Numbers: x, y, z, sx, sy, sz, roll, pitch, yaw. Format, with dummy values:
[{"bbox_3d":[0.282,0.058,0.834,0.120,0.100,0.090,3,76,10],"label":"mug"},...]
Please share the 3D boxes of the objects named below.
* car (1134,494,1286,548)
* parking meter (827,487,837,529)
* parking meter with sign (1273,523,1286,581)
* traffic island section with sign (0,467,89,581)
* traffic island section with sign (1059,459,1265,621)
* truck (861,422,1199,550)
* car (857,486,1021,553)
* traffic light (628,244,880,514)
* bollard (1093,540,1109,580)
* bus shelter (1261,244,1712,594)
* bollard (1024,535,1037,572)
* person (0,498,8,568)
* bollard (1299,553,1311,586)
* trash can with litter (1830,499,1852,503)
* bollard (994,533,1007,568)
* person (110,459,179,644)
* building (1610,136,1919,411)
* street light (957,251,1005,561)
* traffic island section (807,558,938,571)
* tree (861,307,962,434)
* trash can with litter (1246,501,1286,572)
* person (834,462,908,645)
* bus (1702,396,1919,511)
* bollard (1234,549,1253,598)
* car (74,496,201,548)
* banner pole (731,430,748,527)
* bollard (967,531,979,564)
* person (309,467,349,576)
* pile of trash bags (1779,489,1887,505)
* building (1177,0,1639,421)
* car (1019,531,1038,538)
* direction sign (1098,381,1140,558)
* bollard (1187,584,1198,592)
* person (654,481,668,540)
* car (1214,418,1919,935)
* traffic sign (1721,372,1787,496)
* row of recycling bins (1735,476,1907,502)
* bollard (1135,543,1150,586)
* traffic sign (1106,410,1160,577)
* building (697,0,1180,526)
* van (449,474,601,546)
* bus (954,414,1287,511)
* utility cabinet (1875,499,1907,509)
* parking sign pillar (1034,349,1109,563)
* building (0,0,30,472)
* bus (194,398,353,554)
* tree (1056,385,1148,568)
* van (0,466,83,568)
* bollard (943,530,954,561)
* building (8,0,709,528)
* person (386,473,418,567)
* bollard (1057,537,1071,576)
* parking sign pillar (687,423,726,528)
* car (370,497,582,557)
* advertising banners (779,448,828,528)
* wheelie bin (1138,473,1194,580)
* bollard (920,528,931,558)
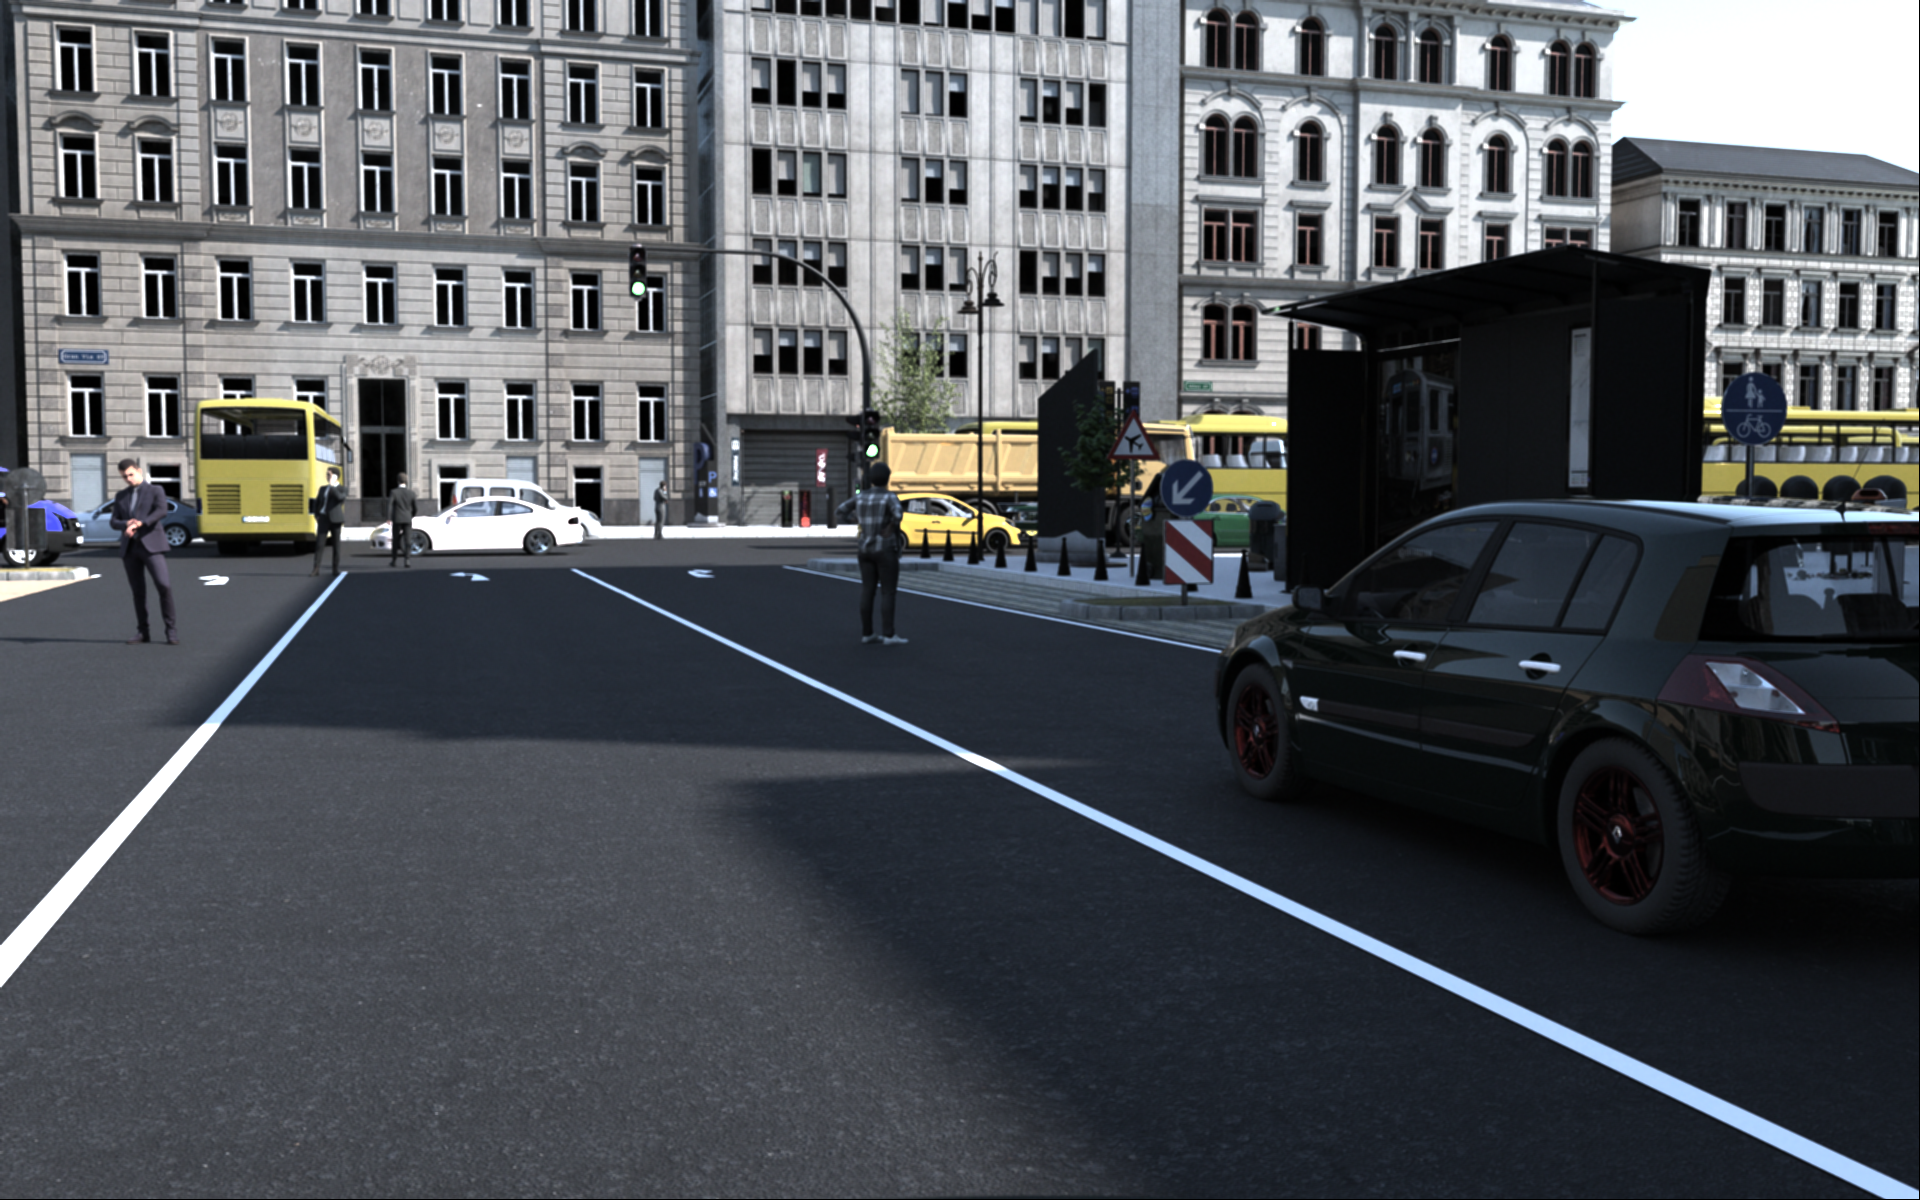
[{"bbox_3d":[6.601,-1.816,41.482,4.920,1.459,2.131,-1,4,-19],"label":"car"},{"bbox_3d":[-4.714,-3.387,63.784,0.372,1.533,0.369,0,3,0],"label":"parking meter"},{"bbox_3d":[5.152,-1.751,24.884,0.543,3.016,1.738,-2,4,-26],"label":"parking meter with sign"},{"bbox_3d":[-15.835,-1.283,29.112,2.006,1.907,1.989,-1,4,-17],"label":"traffic island section with sign"},{"bbox_3d":[2.262,-0.725,20.477,1.989,1.847,2.006,-1,4,-17],"label":"traffic island section with sign"},{"bbox_3d":[2.361,-3.113,46.825,9.791,3.379,3.469,-1,4,-16],"label":"truck"},{"bbox_3d":[-0.489,-1.957,42.225,3.980,1.641,2.015,-1,4,-18],"label":"car"},{"bbox_3d":[-3.785,-3.531,32.393,4.771,5.953,1.251,-1,4,-17],"label":"traffic light"},{"bbox_3d":[2.104,-0.598,25.814,0.229,0.601,0.229,0,3,0],"label":"bollard"},{"bbox_3d":[5.593,-1.729,19.559,1.731,3.624,6.357,-1,4,-18],"label":"bus shelter"},{"bbox_3d":[1.175,-0.777,28.749,0.229,0.601,0.229,0,3,0],"label":"bollard"},{"bbox_3d":[-17.624,-1.356,31.500,0.431,1.722,0.655,2,4,25],"label":"person"},{"bbox_3d":[3.967,-0.237,19.912,0.229,0.601,0.229,0,3,0],"label":"bollard"},{"bbox_3d":[13.207,-0.947,26.547,2.233,1.210,1.678,-2,4,-35],"label":"trash can with litter"},{"bbox_3d":[0.713,-0.867,30.217,0.229,0.601,0.229,0,3,0],"label":"bollard"},{"bbox_3d":[-7.810,-0.464,16.532,0.683,1.767,0.568,0,4,0],"label":"person"},{"bbox_3d":[40.307,-13.735,89.199,19.286,19.102,10.561,-1,4,-17],"label":"building"},{"bbox_3d":[0.389,-3.692,33.159,0.468,5.910,1.993,-1,4,-17],"label":"street light"},{"bbox_3d":[-1.775,-0.673,33.284,2.009,0.180,2.903,-1,4,-17],"label":"traffic island section"},{"bbox_3d":[-1.733,-7.161,67.448,4.737,8.622,4.395,0,3,0],"label":"tree"},{"bbox_3d":[5.101,-1.075,28.964,0.624,1.170,1.055,1,4,18],"label":"trash can with litter"},{"bbox_3d":[-0.793,-0.451,16.605,0.841,1.734,0.376,3,5,43],"label":"person"},{"bbox_3d":[21.758,-3.272,45.038,12.252,3.916,2.896,-1,4,-16],"label":"bus"},{"bbox_3d":[3.505,-0.327,21.381,0.229,0.601,0.229,0,3,0],"label":"bollard"},{"bbox_3d":[-22.451,-2.121,46.684,4.499,1.417,2.014,-1,4,-19],"label":"car"},{"bbox_3d":[-8.643,-4.746,67.618,0.401,3.779,0.863,2,4,35],"label":"banner pole"},{"bbox_3d":[0.242,-0.958,31.701,0.229,0.601,0.229,0,3,0],"label":"bollard"},{"bbox_3d":[-11.039,-1.373,30.316,0.648,1.900,0.474,0,4,-6],"label":"person"},{"bbox_3d":[14.716,-1.305,31.092,3.447,1.369,1.912,2,4,27],"label":"pile of trash bags"},{"bbox_3d":[18.403,-18.165,84.394,23.554,28.519,14.401,-1,4,-17],"label":"building"},{"bbox_3d":[3.195,-2.963,58.030,3.694,1.707,1.945,-1,4,-17],"label":"car"},{"bbox_3d":[3.192,-2.621,34.846,0.876,3.537,0.379,-1,4,-15],"label":"direction sign"},{"bbox_3d":[3.036,-0.417,22.860,0.229,0.601,0.229,0,3,0],"label":"bollard"},{"bbox_3d":[-9.344,-2.810,54.251,0.447,1.846,0.655,-2,4,-34],"label":"person"},{"bbox_3d":[2.540,0.159,7.184,2.009,1.686,4.222,-1,4,-17],"label":"car"},{"bbox_3d":[8.279,-1.105,18.170,0.768,2.556,0.104,-1,4,-11],"label":"traffic sign"},{"bbox_3d":[19.273,-1.937,38.785,3.534,1.692,1.069,0,4,8],"label":"row of recycling bins"},{"bbox_3d":[2.570,-0.508,24.345,0.229,0.601,0.229,0,3,0],"label":"bollard"},{"bbox_3d":[2.660,-1.634,26.722,0.884,2.594,0.081,-1,4,-16],"label":"traffic sign"},{"bbox_3d":[-1.946,-15.825,76.755,19.932,24.808,12.078,-1,4,-17],"label":"building"},{"bbox_3d":[-12.057,-2.508,48.024,4.112,2.044,2.013,-1,4,-17],"label":"van"},{"bbox_3d":[5.980,-3.791,53.534,12.252,3.916,2.896,-1,4,-18],"label":"bus"},{"bbox_3d":[11.519,-0.632,21.495,0.306,1.237,1.020,2,4,25],"label":"utility cabinet"},{"bbox_3d":[2.108,-2.709,32.757,1.447,3.967,1.447,3,5,39],"label":"parking sign pillar"},{"bbox_3d":[-50.256,-14.939,63.321,30.058,24.678,14.314,-1,4,-17],"label":"building"},{"bbox_3d":[-17.461,-3.240,44.517,2.896,3.916,12.252,-1,4,-16],"label":"bus"},{"bbox_3d":[2.346,-2.197,30.524,1.663,3.219,1.824,0,3,0],"label":"tree"},{"bbox_3d":[-20.007,-1.791,33.665,5.245,2.365,2.240,-1,4,-17],"label":"van"},{"bbox_3d":[-0.221,-1.048,33.174,0.229,0.601,0.229,0,3,0],"label":"bollard"},{"bbox_3d":[-23.541,-16.699,70.295,25.104,27.353,12.463,-1,4,-17],"label":"building"},{"bbox_3d":[-10.992,-1.574,34.005,0.659,1.850,0.755,-2,4,-31],"label":"person"},{"bbox_3d":[1.642,-0.688,27.282,0.229,0.601,0.229,0,3,0],"label":"bollard"},{"bbox_3d":[-9.590,-4.701,65.339,1.447,3.967,1.447,-2,4,-31],"label":"parking sign pillar"},{"bbox_3d":[-11.355,-1.738,40.781,4.827,1.381,2.083,-1,4,-19],"label":"car"},{"bbox_3d":[-5.949,-4.276,66.094,2.074,3.025,0.090,-2,4,-30],"label":"advertising banners"},{"bbox_3d":[3.157,-1.115,26.134,0.693,1.594,0.980,3,5,41],"label":"wheelie bin"},{"bbox_3d":[-0.690,-1.139,34.657,0.229,0.601,0.229,0,3,0],"label":"bollard"}]
